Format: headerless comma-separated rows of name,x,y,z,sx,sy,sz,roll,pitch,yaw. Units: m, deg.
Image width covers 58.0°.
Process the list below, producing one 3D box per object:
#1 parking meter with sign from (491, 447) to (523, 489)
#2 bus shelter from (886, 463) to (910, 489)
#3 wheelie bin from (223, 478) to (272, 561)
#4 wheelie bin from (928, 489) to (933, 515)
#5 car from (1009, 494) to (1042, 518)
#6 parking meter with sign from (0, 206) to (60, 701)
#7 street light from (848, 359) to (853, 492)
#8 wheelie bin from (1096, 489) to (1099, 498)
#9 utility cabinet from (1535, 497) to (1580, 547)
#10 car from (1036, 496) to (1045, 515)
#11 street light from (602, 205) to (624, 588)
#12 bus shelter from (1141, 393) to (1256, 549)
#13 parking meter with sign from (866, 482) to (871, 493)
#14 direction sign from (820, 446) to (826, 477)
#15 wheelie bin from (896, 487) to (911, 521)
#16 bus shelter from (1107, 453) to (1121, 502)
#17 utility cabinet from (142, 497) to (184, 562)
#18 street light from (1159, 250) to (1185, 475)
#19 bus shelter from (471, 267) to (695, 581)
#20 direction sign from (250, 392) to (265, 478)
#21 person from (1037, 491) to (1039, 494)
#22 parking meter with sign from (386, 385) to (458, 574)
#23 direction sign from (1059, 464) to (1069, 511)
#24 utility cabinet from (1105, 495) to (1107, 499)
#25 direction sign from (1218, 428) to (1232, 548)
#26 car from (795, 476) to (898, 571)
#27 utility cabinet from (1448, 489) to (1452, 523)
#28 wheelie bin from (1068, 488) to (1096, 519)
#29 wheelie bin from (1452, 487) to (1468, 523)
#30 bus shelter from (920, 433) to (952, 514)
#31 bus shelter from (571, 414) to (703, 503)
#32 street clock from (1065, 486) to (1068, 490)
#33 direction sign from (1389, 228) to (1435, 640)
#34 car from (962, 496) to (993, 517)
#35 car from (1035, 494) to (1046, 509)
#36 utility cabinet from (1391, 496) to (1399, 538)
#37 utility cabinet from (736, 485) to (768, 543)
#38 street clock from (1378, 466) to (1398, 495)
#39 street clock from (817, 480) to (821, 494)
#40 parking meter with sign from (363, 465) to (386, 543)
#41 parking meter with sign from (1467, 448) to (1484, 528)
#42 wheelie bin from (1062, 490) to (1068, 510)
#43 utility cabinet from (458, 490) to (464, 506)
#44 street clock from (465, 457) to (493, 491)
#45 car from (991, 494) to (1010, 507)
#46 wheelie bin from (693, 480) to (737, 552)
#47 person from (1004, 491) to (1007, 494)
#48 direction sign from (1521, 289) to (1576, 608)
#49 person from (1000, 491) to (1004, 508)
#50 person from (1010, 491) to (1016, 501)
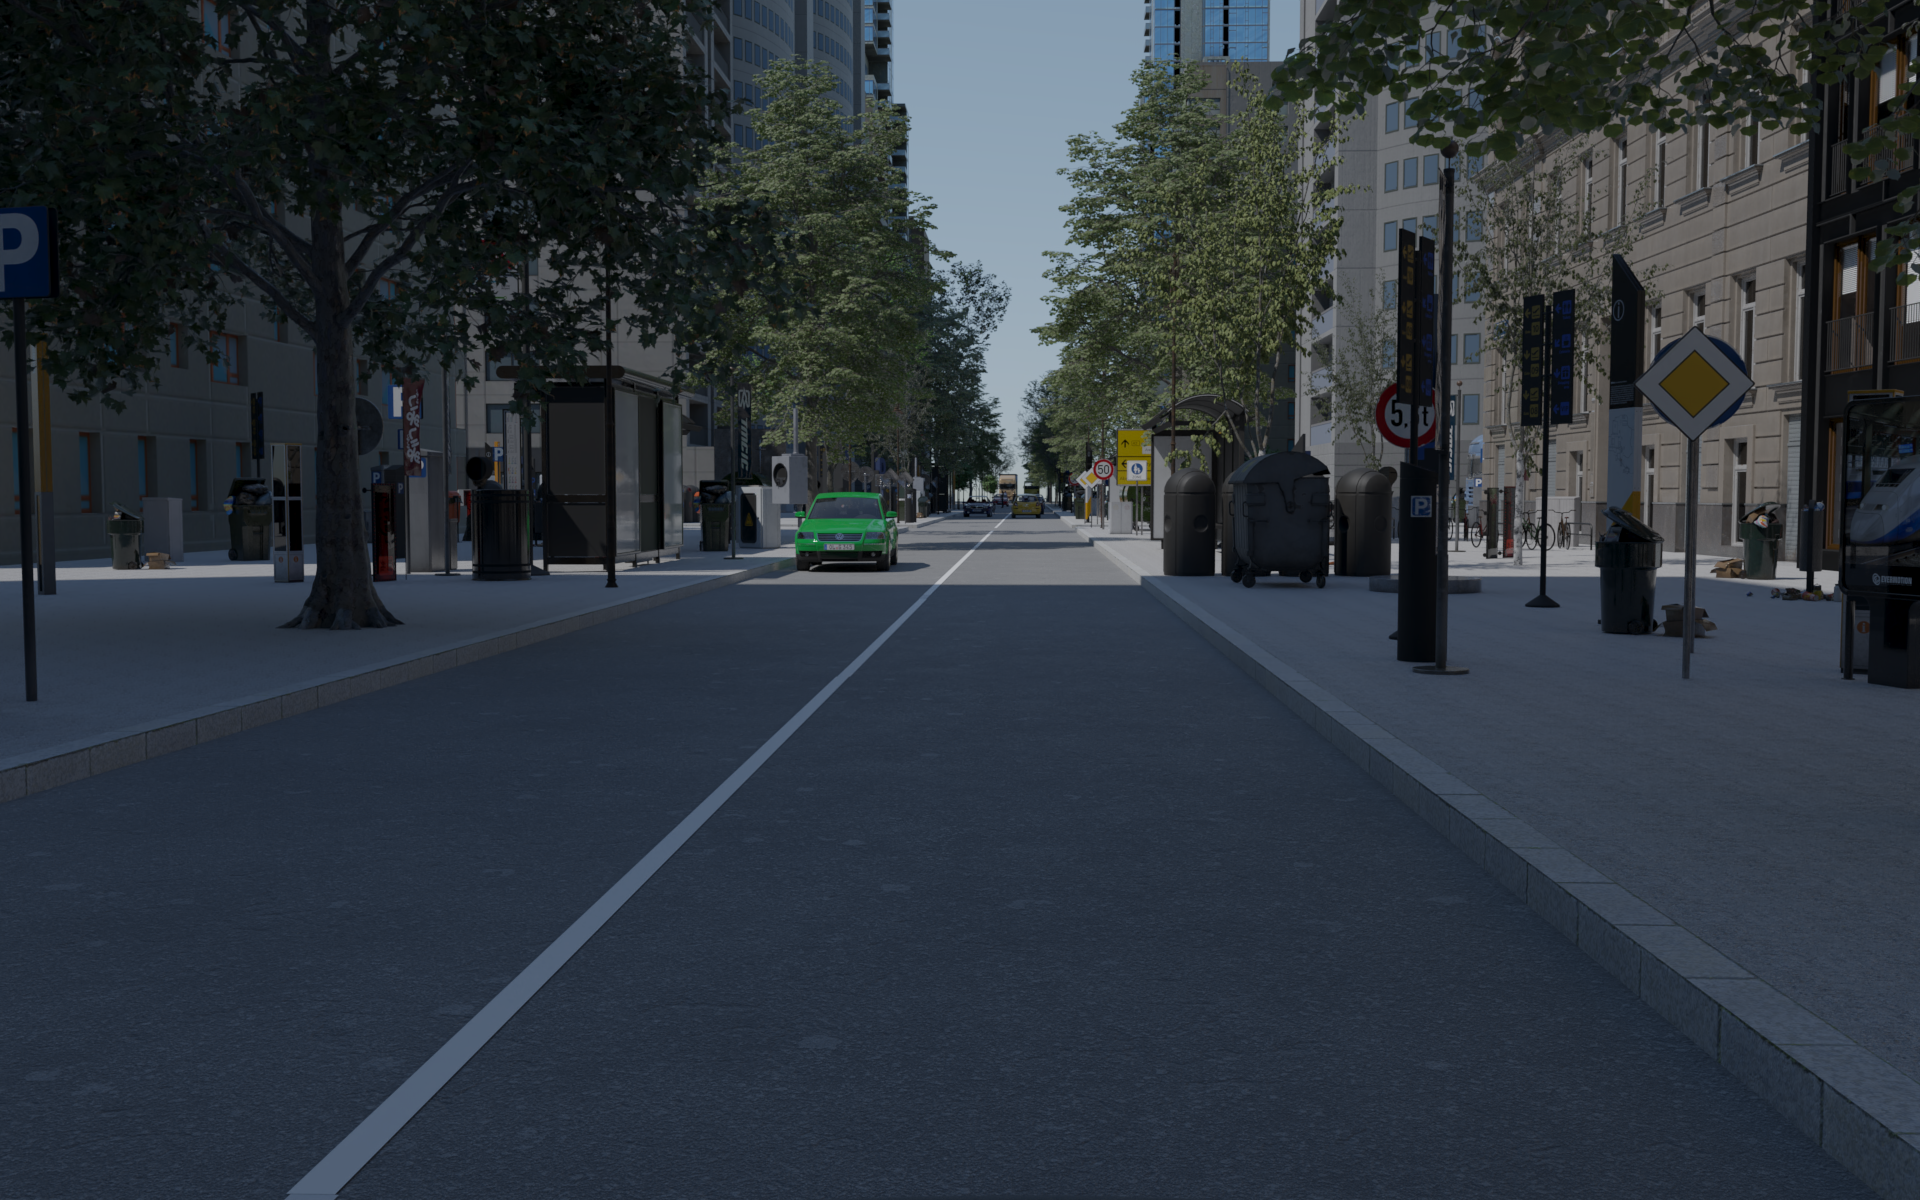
parking meter with sign,-16.368,-4.105,63.370,1.738,3.016,0.543,3,4,38
bus shelter,-3.991,-7.113,110.224,2.014,3.302,5.546,0,4,2
wheelie bin,-13.669,-1.562,33.442,0.693,1.594,0.980,3,4,38
wheelie bin,-2.137,-6.014,106.243,0.980,1.594,0.693,1,4,11
car,3.935,-5.703,103.463,2.015,1.641,3.980,0,4,1
parking meter with sign,-5.976,-0.831,9.851,0.543,3.016,1.738,1,4,16
street light,-3.545,-5.077,55.797,0.468,5.910,1.993,0,4,2
wheelie bin,9.301,-6.641,116.483,0.693,1.594,0.980,1,4,16
utility cabinet,14.612,-1.910,42.383,0.306,1.237,1.020,-3,5,-43
car,5.059,-6.722,122.483,1.945,1.354,3.894,0,4,1
street light,-4.787,-3.109,23.625,0.468,5.910,1.993,0,4,2
bus shelter,5.108,-2.675,37.662,2.014,3.302,5.546,0,4,2
parking meter with sign,-5.728,-7.080,112.012,0.543,3.016,1.738,3,4,37
direction sign,-6.193,-5.458,81.242,0.876,3.537,0.379,-2,4,-35
wheelie bin,-2.596,-4.550,82.297,0.980,1.594,0.693,2,4,32
bus shelter,7.762,-5.272,80.113,2.014,3.302,5.546,0,4,2
utility cabinet,-15.140,-1.331,32.918,1.020,1.237,0.306,3,5,40
street light,4.058,-3.677,32.907,0.468,5.910,1.993,0,4,2
bus shelter,-6.455,-3.183,29.673,2.179,5.291,8.768,0,4,2
direction sign,-15.669,-2.856,38.690,0.379,3.537,0.876,-3,4,-37
person,9.184,-11.894,202.976,0.705,1.824,1.348,-1,4,-16
parking meter with sign,-8.792,-1.973,28.522,0.543,3.016,1.738,0,4,4
direction sign,7.751,-8.362,128.722,0.876,3.537,0.379,-2,4,-31
utility cabinet,12.364,-8.204,145.303,0.306,1.237,1.020,-1,4,-14
direction sign,6.280,-3.014,41.276,0.379,3.537,0.876,-1,4,-14
car,-2.164,-1.522,33.689,1.959,1.807,4.718,0,4,1
utility cabinet,21.389,-4.137,76.325,0.318,1.500,1.173,2,4,25
wheelie bin,6.227,-4.905,88.110,0.980,1.594,0.693,1,4,22
wheelie bin,22.466,-4.265,77.645,0.693,1.594,0.980,2,4,27
bus shelter,-1.583,-8.501,116.617,2.179,5.291,8.768,0,4,2
bus shelter,-7.224,-2.723,38.445,2.014,3.302,5.546,0,4,2
street clock,9.170,-8.727,147.254,0.471,2.002,0.358,-1,4,-12
direction sign,3.987,-1.419,15.205,0.379,3.537,0.876,2,4,33
car,1.135,-5.870,108.554,1.945,1.354,3.894,0,4,3
car,7.409,-9.578,168.599,2.014,1.417,4.499,0,4,2
utility cabinet,13.114,-2.444,51.128,1.020,1.237,0.306,-3,5,-43
utility cabinet,-5.336,-2.194,44.545,0.318,1.500,1.173,-3,4,-37
street clock,11.145,-2.485,45.204,0.471,2.002,0.358,0,4,-3
street clock,-7.561,-5.286,90.997,0.471,2.002,0.358,-1,4,-16
parking meter with sign,-15.163,-3.021,45.659,0.543,3.016,1.738,2,4,26
parking meter with sign,19.638,-4.225,65.341,0.543,3.016,1.738,2,4,34
wheelie bin,8.430,-7.823,135.808,0.980,1.594,0.693,3,5,42
utility cabinet,-24.339,-4.736,86.108,1.173,1.500,0.318,-2,4,-25
street clock,-9.291,-1.770,33.516,0.471,2.002,0.358,1,4,17
car,4.662,-11.512,197.254,2.155,1.783,4.494,0,4,3
wheelie bin,-5.478,-1.892,38.841,0.980,1.594,0.693,-1,4,-13
person,5.647,-12.597,214.327,0.709,1.838,0.599,1,4,22
direction sign,6.627,-1.688,19.597,0.379,3.537,0.876,-1,4,-19
person,4.253,-10.232,176.515,0.721,1.735,1.217,-1,4,-12
person,6.347,-11.757,201.443,1.217,1.735,0.721,-1,4,-13
